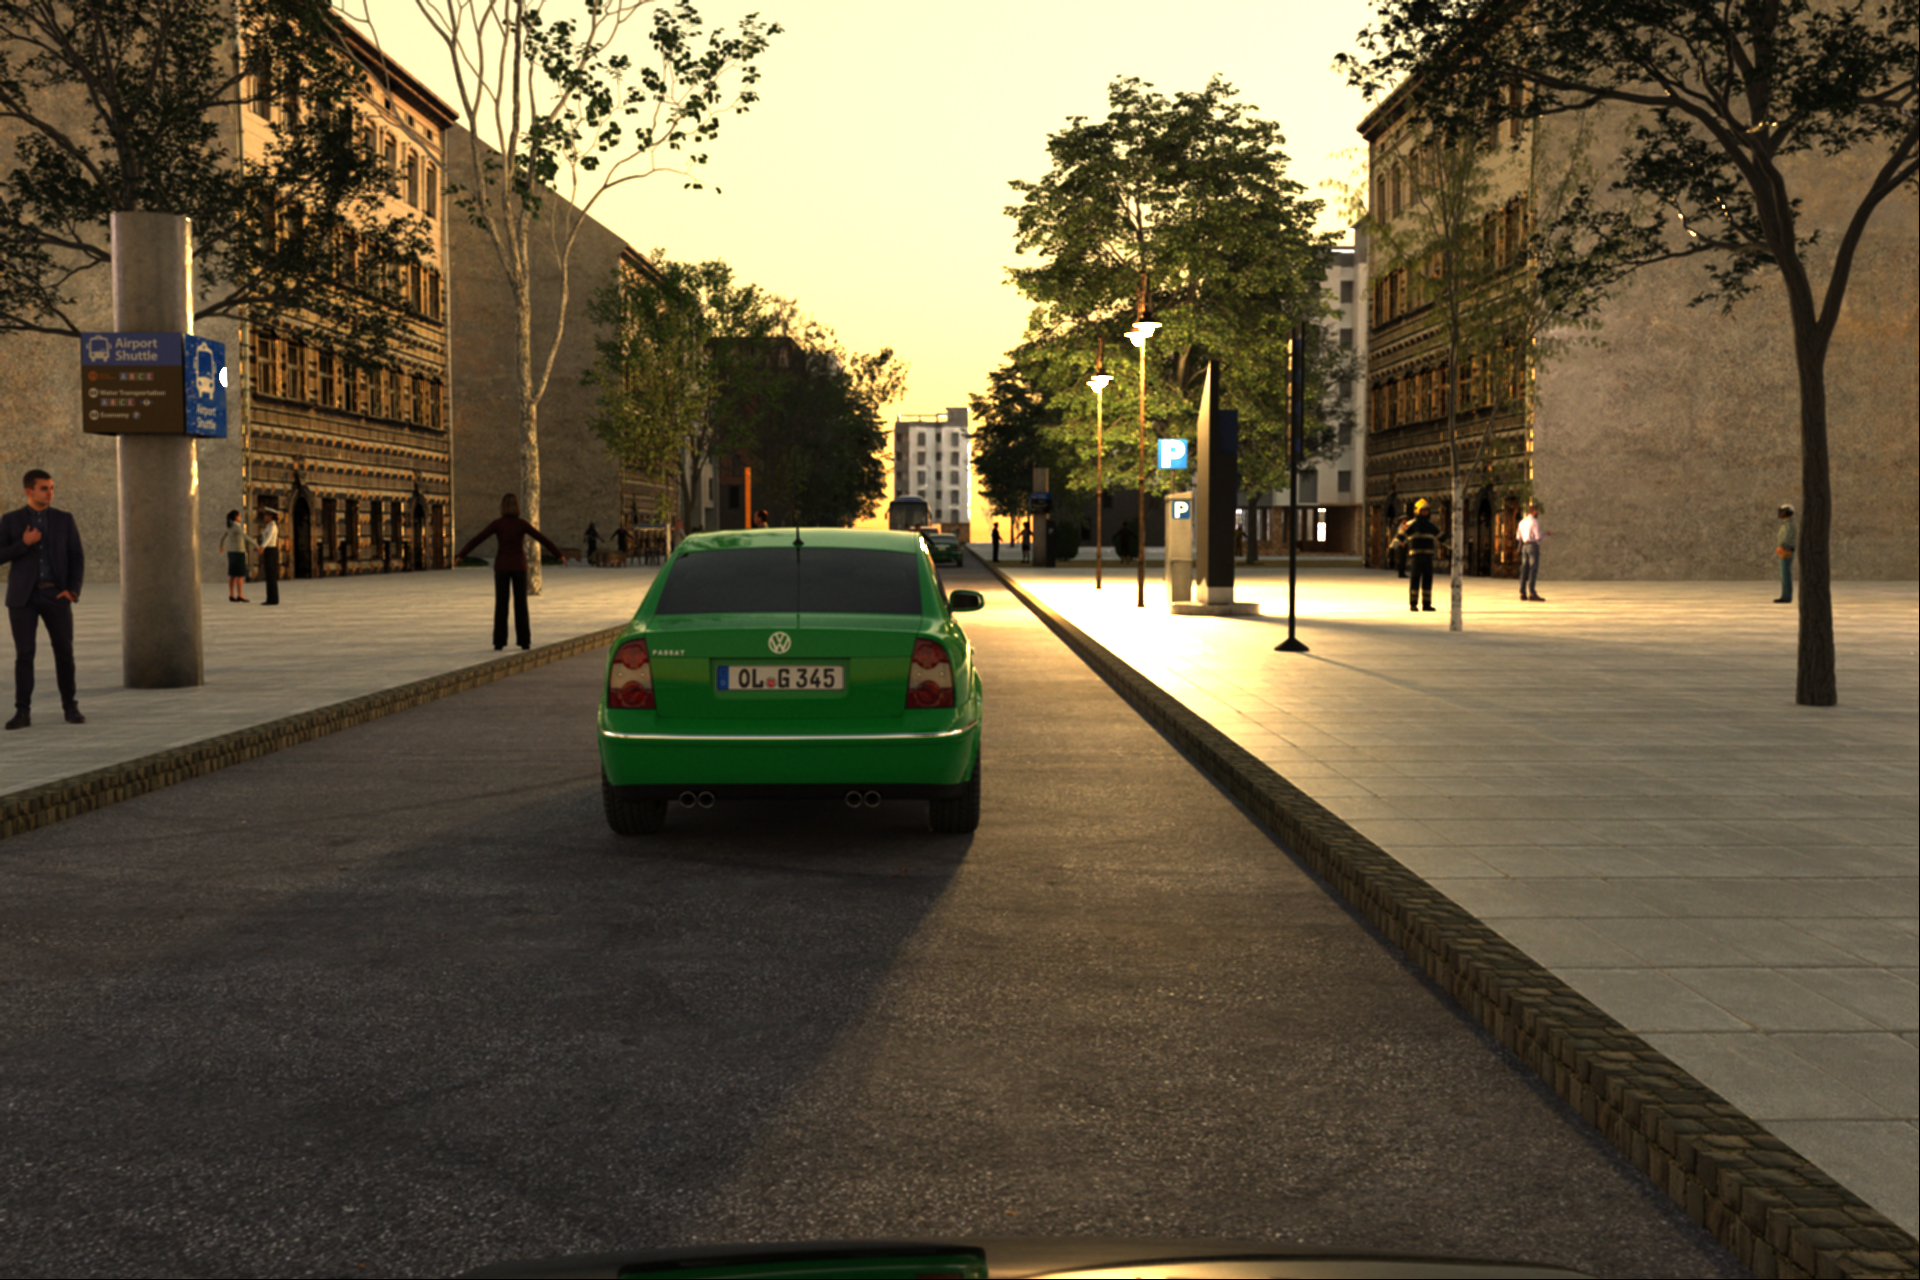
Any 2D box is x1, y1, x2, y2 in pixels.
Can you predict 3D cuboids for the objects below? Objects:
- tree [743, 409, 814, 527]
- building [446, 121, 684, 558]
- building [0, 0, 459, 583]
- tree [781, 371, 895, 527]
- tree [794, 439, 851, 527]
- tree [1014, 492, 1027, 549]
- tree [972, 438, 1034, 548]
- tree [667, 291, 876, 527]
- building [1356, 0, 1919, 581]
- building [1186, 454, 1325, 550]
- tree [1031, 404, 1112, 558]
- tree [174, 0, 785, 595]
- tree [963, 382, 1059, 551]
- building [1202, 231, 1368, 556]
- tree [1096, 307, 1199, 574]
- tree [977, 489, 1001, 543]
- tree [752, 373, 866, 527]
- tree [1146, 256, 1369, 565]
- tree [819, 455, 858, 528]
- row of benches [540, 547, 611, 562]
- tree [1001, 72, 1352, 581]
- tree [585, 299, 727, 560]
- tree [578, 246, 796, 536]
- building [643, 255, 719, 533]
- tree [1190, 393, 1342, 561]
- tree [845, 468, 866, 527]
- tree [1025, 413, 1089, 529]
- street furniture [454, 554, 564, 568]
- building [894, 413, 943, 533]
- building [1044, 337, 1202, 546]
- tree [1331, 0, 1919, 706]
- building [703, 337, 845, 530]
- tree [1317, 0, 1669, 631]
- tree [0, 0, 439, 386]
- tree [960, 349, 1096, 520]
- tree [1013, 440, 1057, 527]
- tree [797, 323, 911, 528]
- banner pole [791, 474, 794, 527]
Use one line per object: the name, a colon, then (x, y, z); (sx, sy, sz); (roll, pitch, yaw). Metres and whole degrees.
tree: (-10.022, -8.977, 97.135); (4.737, 8.622, 4.395); (0, 3, 0)
building: (-26.947, -16.418, 99.357); (19.493, 23.208, 18.063); (0, 4, 0)
building: (-27.799, -13.622, 53.646); (19.493, 23.208, 18.063); (0, 4, 0)
tree: (-9.651, -13.902, 133.960); (9.857, 13.997, 8.962); (0, 3, 0)
tree: (-9.978, -10.339, 119.408); (4.360, 8.622, 3.978); (0, 3, 0)
tree: (4.836, -12.223, 150.204); (4.360, 8.622, 3.978); (0, 3, 0)
tree: (5.165, -14.670, 165.612); (9.928, 11.665, 9.643); (0, 3, 0)
tree: (-9.396, -10.797, 86.907); (12.009, 13.543, 11.850); (0, 3, 0)
building: (24.580, -13.749, 55.719); (19.493, 23.208, 18.063); (0, 4, -1)
building: (23.554, -11.670, 132.947); (9.099, 9.664, 28.070); (0, 3, 0)
tree: (5.742, -8.623, 91.347); (4.737, 8.622, 4.395); (0, 3, 0)
tree: (-9.781, -10.928, 34.560); (12.611, 20.169, 13.585); (0, 3, 0)
tree: (5.401, -13.730, 134.860); (12.009, 13.543, 11.850); (0, 3, 0)
building: (21.284, -15.799, 114.737); (16.016, 20.090, 11.380); (0, 3, 0)
tree: (5.852, -6.466, 56.087); (4.360, 8.622, 3.978); (0, 3, 0)
tree: (4.983, -19.061, 262.003); (4.360, 8.622, 3.978); (0, 3, 0)
tree: (-9.704, -11.186, 108.645); (9.928, 11.665, 9.643); (0, 3, 0)
tree: (12.313, -9.898, 72.204); (12.009, 13.543, 11.850); (0, 3, 0)
tree: (-9.640, -11.838, 143.905); (4.360, 8.622, 3.978); (0, 3, 0)
row of benches: (-18.162, -3.947, 80.001); (4.104, 0.672, 1.422); (-1, 4, -23)
tree: (5.814, -8.590, 47.097); (9.857, 13.997, 8.962); (0, 3, 0)
tree: (-9.269, -6.305, 53.446); (4.737, 8.622, 4.395); (0, 3, 0)
tree: (-9.737, -8.343, 62.158); (9.928, 11.665, 9.643); (0, 3, 0)
building: (-28.187, -15.822, 125.149); (16.747, 18.905, 31.486); (0, 4, 1)
tree: (14.480, -9.145, 83.928); (8.767, 10.594, 7.601); (2, 4, 24)
tree: (-18.703, -21.635, 260.383); (9.857, 13.997, 8.962); (0, 3, 0)
tree: (5.497, -9.187, 100.572); (4.360, 8.622, 3.978); (0, 3, 0)
street furniture: (-21.173, -3.248, 68.729); (10.072, 0.657, 5.734); (1, 4, 13)
building: (-9.700, -24.690, 262.562); (11.380, 20.090, 16.016); (0, 4, 8)
building: (23.178, -21.543, 196.205); (27.936, 21.610, 32.646); (0, 4, 0)
tree: (6.668, -4.806, 12.993); (8.767, 10.594, 7.601); (2, 4, 35)
building: (-28.015, -21.503, 195.550); (27.936, 21.610, 32.646); (0, 3, 0)
tree: (6.395, -4.432, 22.832); (4.360, 8.622, 3.978); (0, 3, 0)
tree: (-9.893, -5.283, 20.784); (7.601, 10.594, 8.767); (-1, 4, -13)
tree: (5.127, -12.731, 114.813); (9.857, 13.997, 8.962); (0, 3, 0)
tree: (5.880, -10.672, 124.851); (4.360, 8.622, 3.978); (0, 3, 0)
tree: (-11.567, -18.458, 157.683); (12.611, 20.169, 13.585); (0, 3, 0)
banner pole: (-6.955, -5.029, 72.243); (0.401, 3.779, 0.863); (0, 3, 0)
